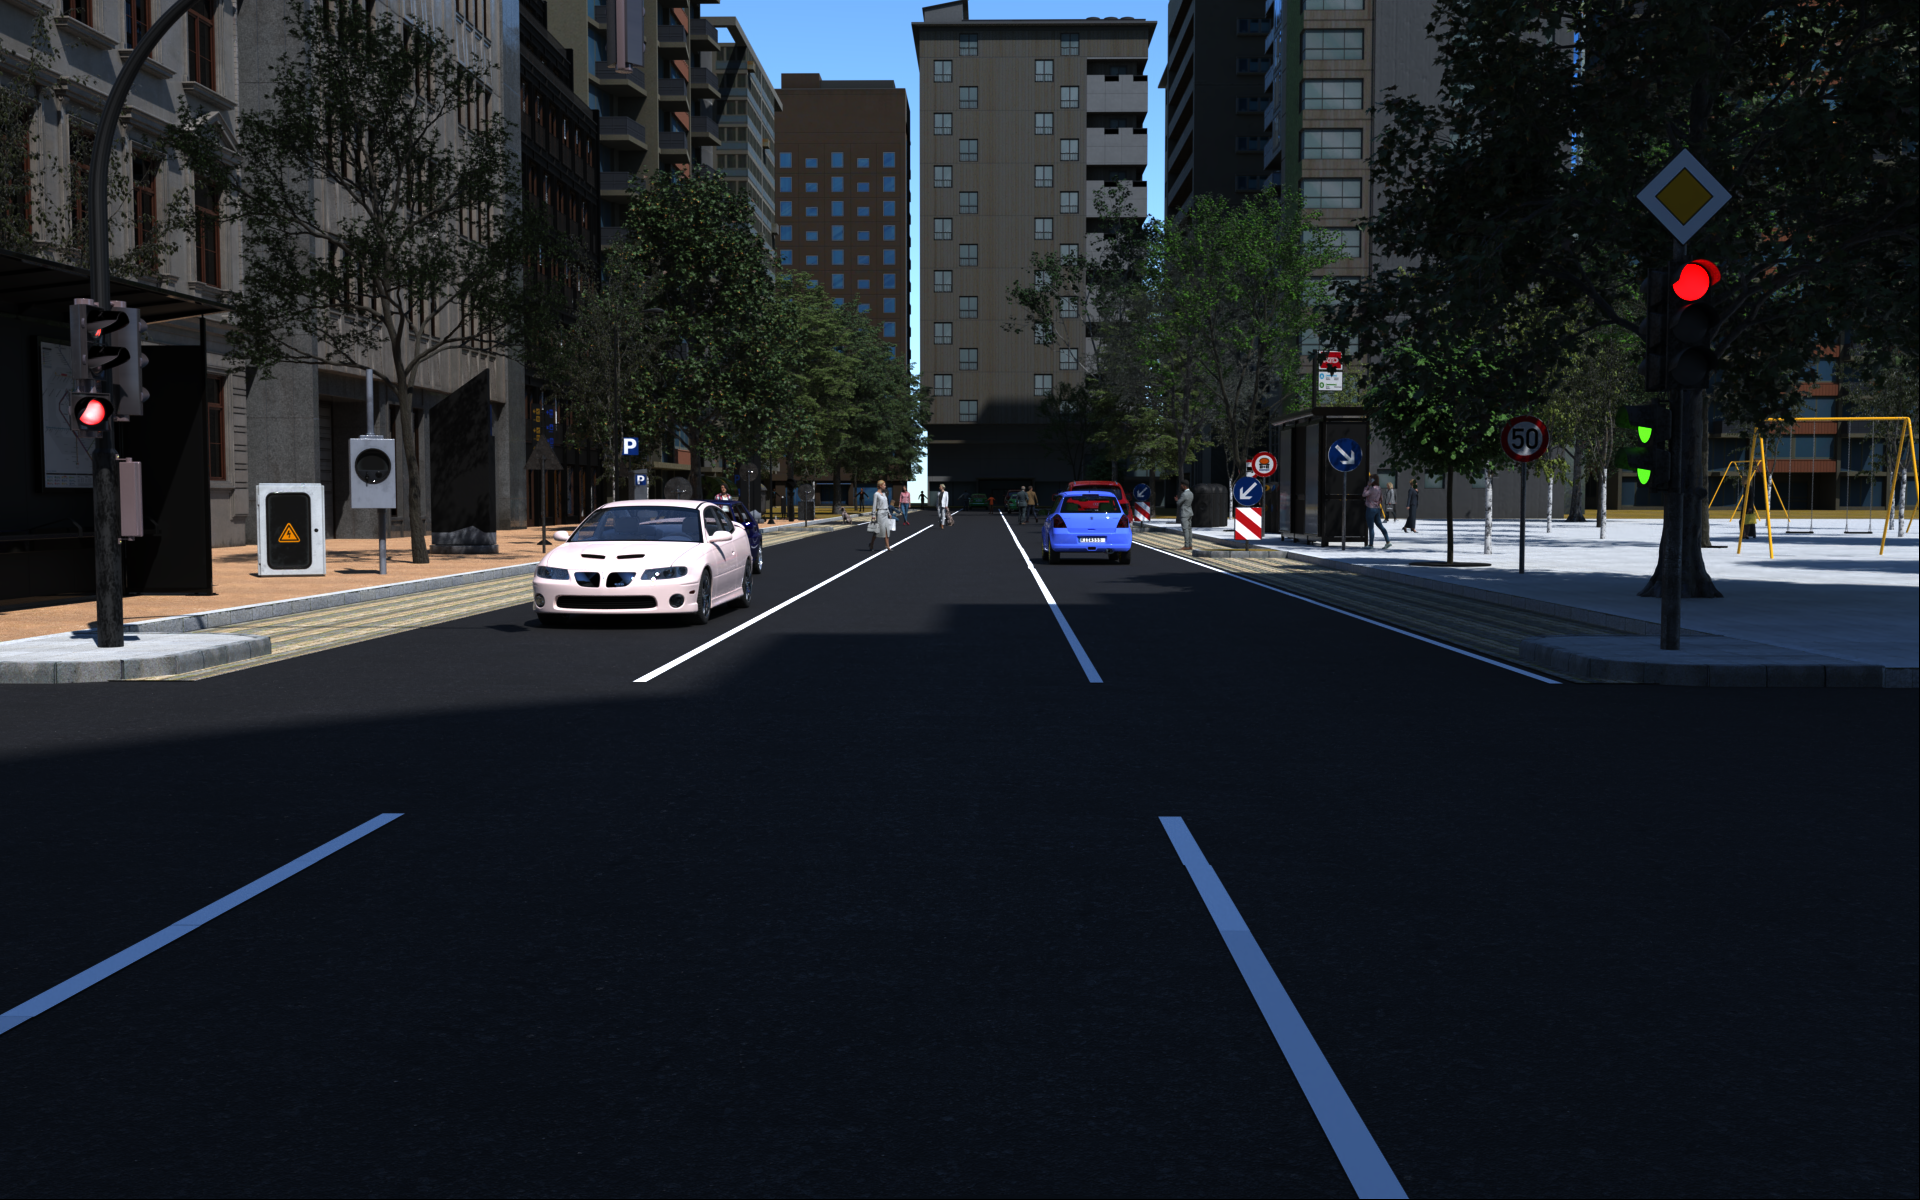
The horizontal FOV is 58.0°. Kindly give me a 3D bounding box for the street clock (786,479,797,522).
[{"bbox_3d":[-7.881,-4.665,80.849,0.471,2.002,0.358,1,4,16],"label":"street clock"}]

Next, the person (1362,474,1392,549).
[{"bbox_3d":[9.750,-2.069,40.469,0.643,1.750,0.593,3,4,38],"label":"person"}]

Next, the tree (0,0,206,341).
[{"bbox_3d":[-13.667,-4.588,25.383,4.360,8.622,3.978,0,3,0],"label":"tree"}]

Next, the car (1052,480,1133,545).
[{"bbox_3d":[3.774,-2.483,49.263,2.281,1.827,5.304,0,4,2],"label":"car"}]

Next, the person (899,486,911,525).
[{"bbox_3d":[-2.543,-4.338,79.441,0.555,1.821,0.388,-1,4,-13],"label":"person"}]

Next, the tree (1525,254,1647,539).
[{"bbox_3d":[18.168,-6.055,49.362,4.360,8.622,3.978,0,3,0],"label":"tree"}]

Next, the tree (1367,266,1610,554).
[{"bbox_3d":[11.232,-5.269,36.516,4.737,8.622,4.395,0,3,0],"label":"tree"}]

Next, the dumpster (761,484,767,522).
[{"bbox_3d":[-9.456,-4.445,78.438,1.264,1.857,1.865,0,4,1],"label":"dumpster"}]

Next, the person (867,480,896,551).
[{"bbox_3d":[-1.989,-2.118,43.476,0.694,1.780,0.624,-3,5,-45],"label":"person"}]

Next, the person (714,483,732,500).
[{"bbox_3d":[-6.438,-2.300,46.944,0.563,1.720,0.643,-2,4,-35],"label":"person"}]

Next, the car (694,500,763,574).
[{"bbox_3d":[-4.450,-1.050,29.753,1.945,1.354,3.894,0,4,1],"label":"car"}]

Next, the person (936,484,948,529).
[{"bbox_3d":[-0.723,-3.819,70.816,0.514,1.842,0.818,0,4,4],"label":"person"}]

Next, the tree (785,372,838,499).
[{"bbox_3d":[-8.765,-9.195,100.703,4.360,8.622,3.978,0,3,0],"label":"tree"}]

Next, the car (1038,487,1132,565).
[{"bbox_3d":[2.628,-1.648,36.528,1.945,1.707,3.694,0,4,-1],"label":"car"}]

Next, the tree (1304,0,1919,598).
[{"bbox_3d":[9.170,-6.382,21.352,9.611,12.733,9.660,0,3,0],"label":"tree"}]

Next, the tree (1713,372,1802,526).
[{"bbox_3d":[32.304,-7.264,69.134,4.360,8.622,3.978,0,3,0],"label":"tree"}]

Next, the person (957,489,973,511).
[{"bbox_3d":[0.464,-8.263,143.690,1.350,1.814,0.705,-1,4,-15],"label":"person"}]

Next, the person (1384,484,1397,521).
[{"bbox_3d":[20.323,-4.594,81.556,0.661,1.777,0.834,-1,4,-16],"label":"person"}]

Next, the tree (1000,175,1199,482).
[{"bbox_3d":[8.685,-15.292,105.909,12.611,20.169,13.585,0,3,0],"label":"tree"}]

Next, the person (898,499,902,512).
[{"bbox_3d":[-4.275,-7.186,129.211,0.991,1.433,0.599,3,4,37],"label":"person"}]

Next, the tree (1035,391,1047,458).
[{"bbox_3d":[10.449,-14.024,155.046,9.928,11.665,9.643,0,3,0],"label":"tree"}]

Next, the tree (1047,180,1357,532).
[{"bbox_3d":[9.552,-8.140,58.846,9.928,11.665,9.643,0,3,0],"label":"tree"}]

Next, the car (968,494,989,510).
[{"bbox_3d":[1.717,-9.157,158.512,1.959,1.807,4.718,0,4,0],"label":"car"}]

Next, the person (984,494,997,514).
[{"bbox_3d":[2.230,-6.901,124.589,1.065,1.426,0.557,-2,4,-30],"label":"person"}]

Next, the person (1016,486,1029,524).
[{"bbox_3d":[2.983,-4.472,81.799,0.661,1.801,0.590,1,4,23],"label":"person"}]

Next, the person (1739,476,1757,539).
[{"bbox_3d":[22.677,-2.662,49.781,0.699,1.804,1.509,3,4,36],"label":"person"}]

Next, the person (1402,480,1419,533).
[{"bbox_3d":[14.985,-3.124,57.537,0.534,1.772,0.576,0,4,5],"label":"person"}]

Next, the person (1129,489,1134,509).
[{"bbox_3d":[14.756,-8.805,150.720,0.721,1.743,1.217,-2,4,-30],"label":"person"}]

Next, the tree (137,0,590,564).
[{"bbox_3d":[-10.309,-5.955,31.777,7.601,10.594,8.767,0,4,7],"label":"tree"}]

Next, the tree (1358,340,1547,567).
[{"bbox_3d":[8.846,-2.902,31.167,4.285,4.588,4.351,0,3,0],"label":"tree"}]

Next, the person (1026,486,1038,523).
[{"bbox_3d":[3.614,-4.817,87.165,0.836,1.842,0.656,3,5,42],"label":"person"}]

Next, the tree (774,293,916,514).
[{"bbox_3d":[-7.861,-12.368,108.871,9.857,13.997,8.962,0,3,0],"label":"tree"}]

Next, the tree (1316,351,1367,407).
[{"bbox_3d":[18.705,-8.230,84.928,4.737,8.622,4.395,0,3,0],"label":"tree"}]

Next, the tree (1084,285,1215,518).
[{"bbox_3d":[10.473,-10.763,94.108,7.486,12.596,7.792,0,3,0],"label":"tree"}]

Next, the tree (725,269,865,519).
[{"bbox_3d":[-8.218,-10.366,87.609,7.486,12.596,7.792,0,3,0],"label":"tree"}]

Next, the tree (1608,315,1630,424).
[{"bbox_3d":[19.776,-6.530,57.120,4.737,8.622,4.395,0,3,0],"label":"tree"}]

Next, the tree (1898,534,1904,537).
[{"bbox_3d":[28.291,-6.194,51.627,4.360,8.622,3.978,0,3,0],"label":"tree"}]

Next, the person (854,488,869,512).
[{"bbox_3d":[-7.181,-7.294,126.127,1.217,1.723,0.721,1,4,18],"label":"person"}]

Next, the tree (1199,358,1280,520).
[{"bbox_3d":[13.561,-8.291,85.913,4.360,8.622,3.978,0,3,0],"label":"tree"}]

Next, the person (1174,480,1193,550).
[{"bbox_3d":[5.712,-2.176,44.252,0.466,1.800,0.511,1,4,17],"label":"person"}]

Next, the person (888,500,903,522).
[{"bbox_3d":[-3.351,-4.438,86.559,0.738,1.151,1.012,-2,4,-28],"label":"person"}]

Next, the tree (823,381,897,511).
[{"bbox_3d":[-8.319,-12.176,133.492,7.601,10.594,8.767,-3,5,-39],"label":"tree"}]

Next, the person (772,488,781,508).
[{"bbox_3d":[-17.272,-9.500,160.995,1.348,1.869,0.705,-2,4,-29],"label":"person"}]

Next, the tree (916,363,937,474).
[{"bbox_3d":[-6.848,-15.175,154.768,9.857,13.997,8.962,0,3,0],"label":"tree"}]

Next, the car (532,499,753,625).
[{"bbox_3d":[-3.635,-0.499,20.520,2.083,1.381,4.827,0,4,3],"label":"car"}]

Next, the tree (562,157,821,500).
[{"bbox_3d":[-9.207,-8.713,59.471,9.611,12.733,9.660,0,3,0],"label":"tree"}]

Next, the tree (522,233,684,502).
[{"bbox_3d":[-9.832,-5.974,48.037,4.360,8.622,3.978,0,3,0],"label":"tree"}]

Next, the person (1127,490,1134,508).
[{"bbox_3d":[16.052,-9.626,164.109,1.217,1.739,0.721,0,4,4],"label":"person"}]

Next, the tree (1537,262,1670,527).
[{"bbox_3d":[24.342,-8.053,66.084,7.601,10.594,8.767,-3,5,-42],"label":"tree"}]

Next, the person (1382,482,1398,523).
[{"bbox_3d":[19.007,-4.295,76.443,0.728,1.800,0.709,0,4,-4],"label":"person"}]

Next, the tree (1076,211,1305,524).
[{"bbox_3d":[9.604,-10.035,74.444,12.009,13.543,11.850,0,3,0],"label":"tree"}]

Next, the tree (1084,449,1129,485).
[{"bbox_3d":[10.627,-8.627,124.761,4.285,4.588,4.351,0,3,0],"label":"tree"}]

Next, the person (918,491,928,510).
[{"bbox_3d":[-3.323,-8.969,155.961,1.217,1.723,0.721,3,5,44],"label":"person"}]

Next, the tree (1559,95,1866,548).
[{"bbox_3d":[17.614,-7.062,41.213,9.928,11.665,9.643,0,3,0],"label":"tree"}]
